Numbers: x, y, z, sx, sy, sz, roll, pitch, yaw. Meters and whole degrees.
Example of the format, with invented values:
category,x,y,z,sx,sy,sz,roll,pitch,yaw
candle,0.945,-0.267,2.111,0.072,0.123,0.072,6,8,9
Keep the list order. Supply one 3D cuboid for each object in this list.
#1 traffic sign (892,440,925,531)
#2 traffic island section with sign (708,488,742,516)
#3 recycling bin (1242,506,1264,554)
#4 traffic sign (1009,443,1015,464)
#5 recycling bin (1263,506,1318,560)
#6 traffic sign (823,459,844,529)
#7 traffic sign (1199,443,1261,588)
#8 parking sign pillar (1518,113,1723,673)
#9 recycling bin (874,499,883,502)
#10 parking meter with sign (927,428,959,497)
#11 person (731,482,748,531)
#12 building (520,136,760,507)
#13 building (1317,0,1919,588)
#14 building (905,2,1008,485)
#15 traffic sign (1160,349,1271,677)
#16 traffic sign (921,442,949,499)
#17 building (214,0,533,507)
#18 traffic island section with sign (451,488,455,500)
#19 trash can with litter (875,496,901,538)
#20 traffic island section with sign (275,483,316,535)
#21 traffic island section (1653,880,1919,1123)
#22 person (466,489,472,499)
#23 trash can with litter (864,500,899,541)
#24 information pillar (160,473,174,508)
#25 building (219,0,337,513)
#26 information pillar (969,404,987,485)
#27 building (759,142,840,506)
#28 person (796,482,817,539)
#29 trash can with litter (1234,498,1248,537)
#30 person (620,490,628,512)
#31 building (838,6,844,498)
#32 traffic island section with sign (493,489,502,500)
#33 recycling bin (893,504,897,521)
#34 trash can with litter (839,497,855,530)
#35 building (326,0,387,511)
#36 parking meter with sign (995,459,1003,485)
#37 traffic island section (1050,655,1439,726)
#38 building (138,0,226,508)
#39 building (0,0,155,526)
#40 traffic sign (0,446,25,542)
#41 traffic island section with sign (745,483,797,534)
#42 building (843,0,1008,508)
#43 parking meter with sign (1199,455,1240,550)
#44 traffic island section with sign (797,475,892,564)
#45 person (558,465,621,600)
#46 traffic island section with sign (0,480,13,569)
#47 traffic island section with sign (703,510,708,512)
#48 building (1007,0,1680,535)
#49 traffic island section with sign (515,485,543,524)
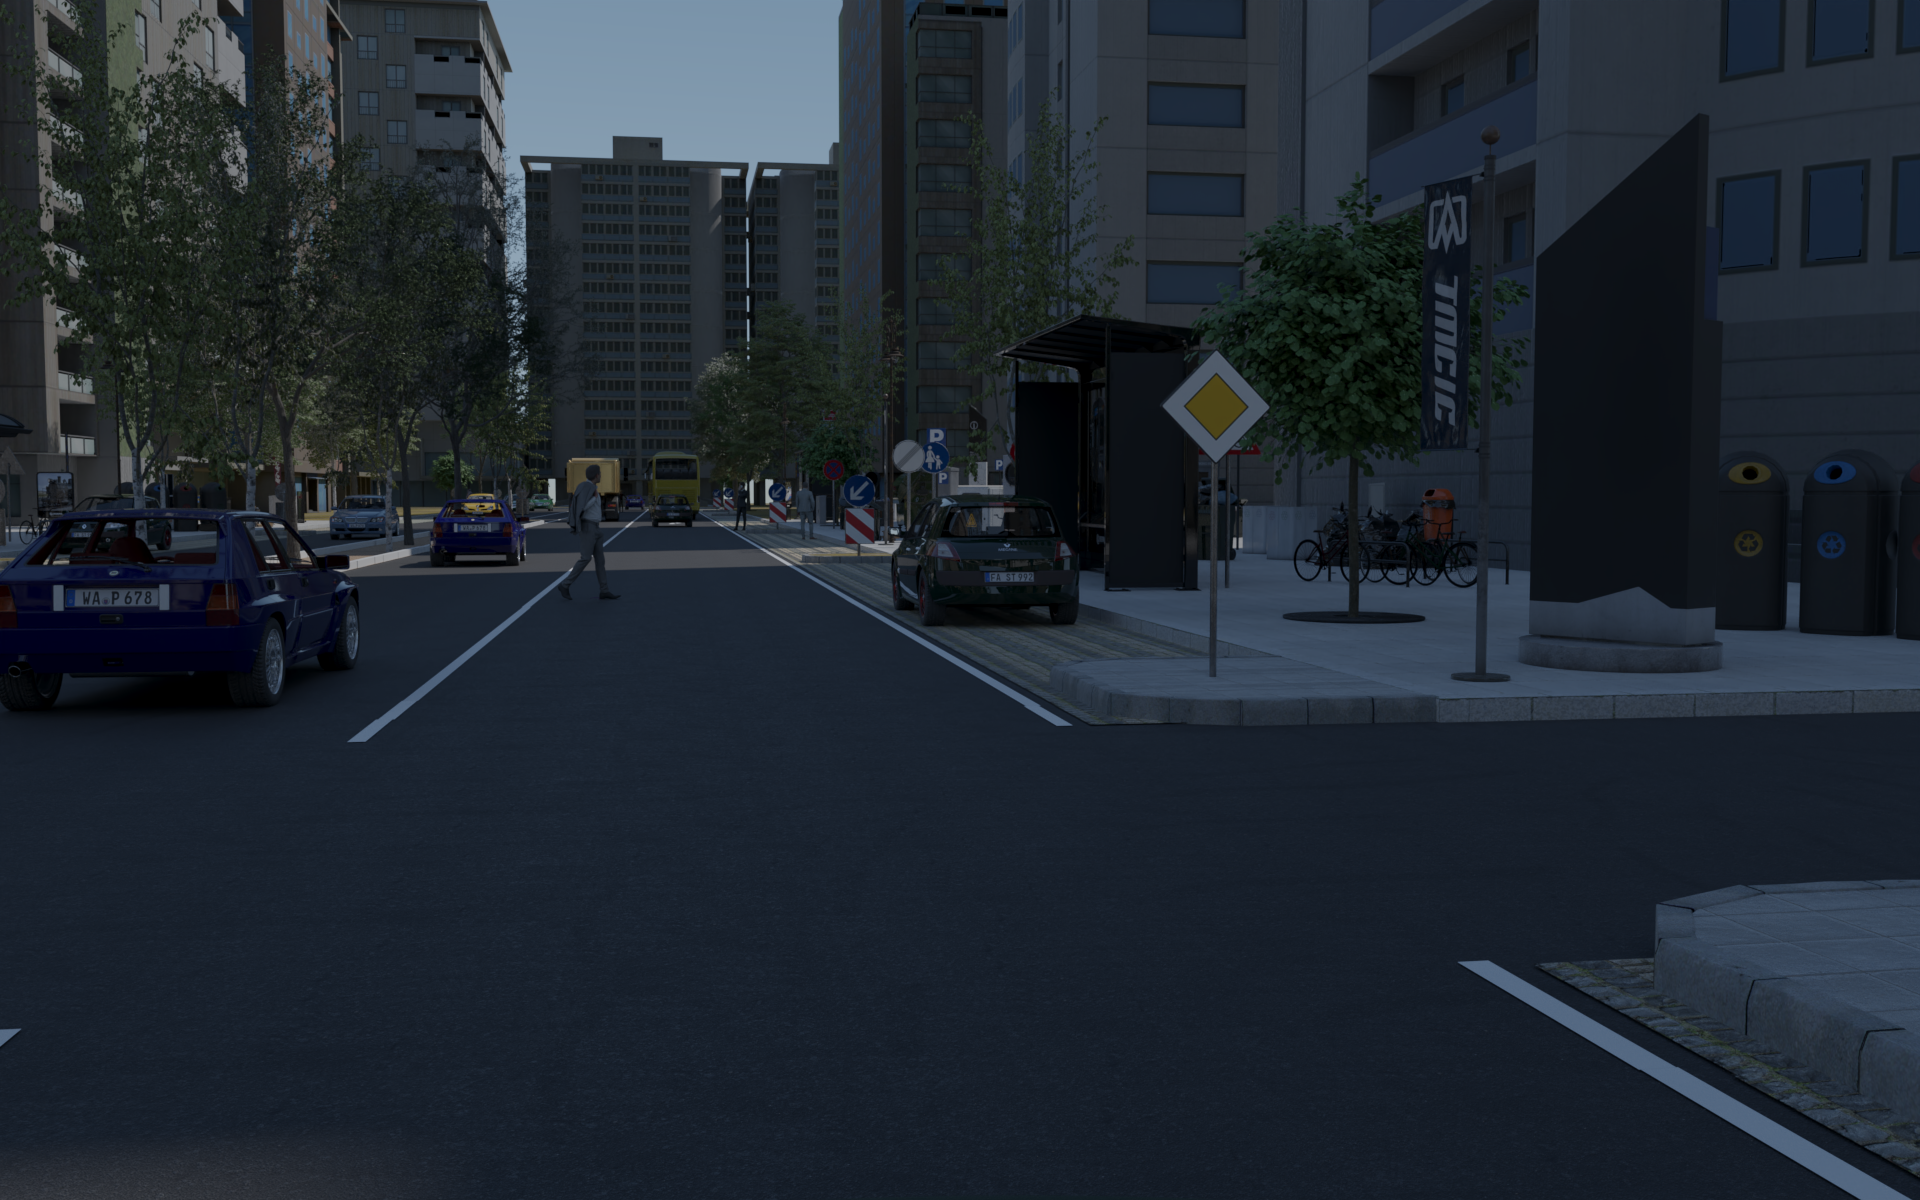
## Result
category,x,y,z,sx,sy,sz,roll,pitch,yaw
traffic sign,-1.215,-2.498,40.953,0.768,2.556,0.104,0,4,-1
traffic island section with sign,-15.148,-6.354,112.511,1.989,1.847,2.006,-1,4,-10
recycling bin,6.569,-1.510,37.249,0.722,1.027,0.722,-2,4,-33
traffic sign,1.463,-2.319,38.016,0.768,2.556,0.104,0,4,-1
recycling bin,6.493,-1.304,33.881,0.722,1.027,0.722,-2,4,-34
traffic sign,-4.652,-3.897,63.826,0.768,2.556,0.104,0,4,-2
traffic sign,3.639,-1.439,23.533,0.884,2.594,0.081,0,4,-5
parking sign pillar,4.980,-1.499,12.980,1.447,3.967,1.447,-3,4,-38
recycling bin,-3.675,-3.842,75.366,0.722,1.027,0.722,-1,4,-22
parking meter with sign,-0.310,-3.076,46.550,0.543,3.016,1.738,1,4,21
person,-8.547,-3.643,67.423,0.648,1.900,0.474,3,5,40
building,-35.345,-30.517,190.840,23.993,40.220,32.217,-1,4,-10
building,22.649,-30.014,32.723,28.212,58.520,21.231,-1,4,-10
building,3.411,-20.509,107.027,14.160,30.474,14.107,-1,4,-10
traffic sign,1.771,-0.517,12.089,0.795,2.450,0.064,-1,4,-10
traffic sign,-0.643,-2.582,42.322,0.768,2.556,0.104,0,4,-6
building,-60.450,-36.409,184.525,27.495,52.752,28.713,-1,4,-10
traffic island section with sign,-31.897,-6.186,109.774,1.989,1.847,2.006,-1,4,-10
trash can with litter,-1.815,-2.401,50.311,2.233,1.210,1.678,-1,4,-20
traffic island section with sign,-23.539,-3.157,60.250,1.989,1.847,2.006,-1,4,-10
traffic island section,3.123,1.100,4.296,2.009,0.180,2.903,-1,4,-10
person,-31.683,-6.282,111.877,0.621,1.740,0.551,-1,4,-15
trash can with litter,-2.179,-2.213,47.576,1.055,1.170,0.624,1,4,20
information pillar,-27.804,-3.442,60.768,0.304,2.012,0.304,1,4,20
building,-50.188,-28.401,114.468,14.600,45.320,14.200,-1,4,-10
information pillar,0.454,-3.274,44.886,0.504,3.616,0.183,1,4,18
building,-11.596,-30.728,194.291,23.993,40.220,32.217,-1,4,-10
person,-4.836,-2.798,54.346,0.635,1.810,0.391,0,4,6
trash can with litter,8.023,-2.428,51.085,0.624,1.170,1.055,-2,4,-26
person,-26.887,-7.842,137.233,1.217,1.766,0.721,-3,4,-36
building,-3.521,-28.450,148.758,14.154,41.232,14.086,-1,4,-10
traffic island section with sign,-36.379,-7.812,136.355,1.989,1.847,2.006,-1,4,-10
recycling bin,-3.310,-4.350,83.675,0.722,1.027,0.722,2,4,27
trash can with litter,-3.992,-3.102,62.101,0.624,1.170,1.055,-1,4,-14
building,-61.677,-29.383,135.030,28.867,44.769,22.147,-1,4,-10
parking meter with sign,2.501,-5.610,87.991,0.543,3.016,1.738,3,4,37
traffic island section,1.793,0.618,12.170,2.009,0.180,2.903,-1,4,-10
building,-54.718,-30.755,92.076,28.713,52.752,27.495,-1,4,-10
building,-42.318,-23.608,69.583,14.154,41.232,14.086,-1,4,-10
traffic sign,-25.595,-2.849,46.589,0.884,2.594,0.081,0,4,-4
traffic island section with sign,-6.791,-3.326,63.008,1.989,1.847,2.006,-1,4,-10
building,-1.452,-29.626,134.491,14.600,45.320,14.200,-1,4,-10
parking meter with sign,5.559,-2.656,39.683,1.738,3.016,0.543,0,4,-5
traffic island section with sign,-2.306,-1.700,36.427,1.989,1.847,2.006,-1,4,-10
person,-5.040,-0.910,23.484,0.850,1.850,0.679,0,4,0
traffic island section with sign,-19.043,-1.529,33.621,1.989,1.847,2.006,-1,4,-10
traffic island section with sign,-19.650,-7.979,139.089,1.989,1.847,2.006,-1,4,-10
building,12.629,-32.472,72.911,21.231,58.520,28.212,-1,4,-10
traffic island section with sign,-21.311,-4.648,84.139,2.006,1.907,1.989,-1,4,-10
